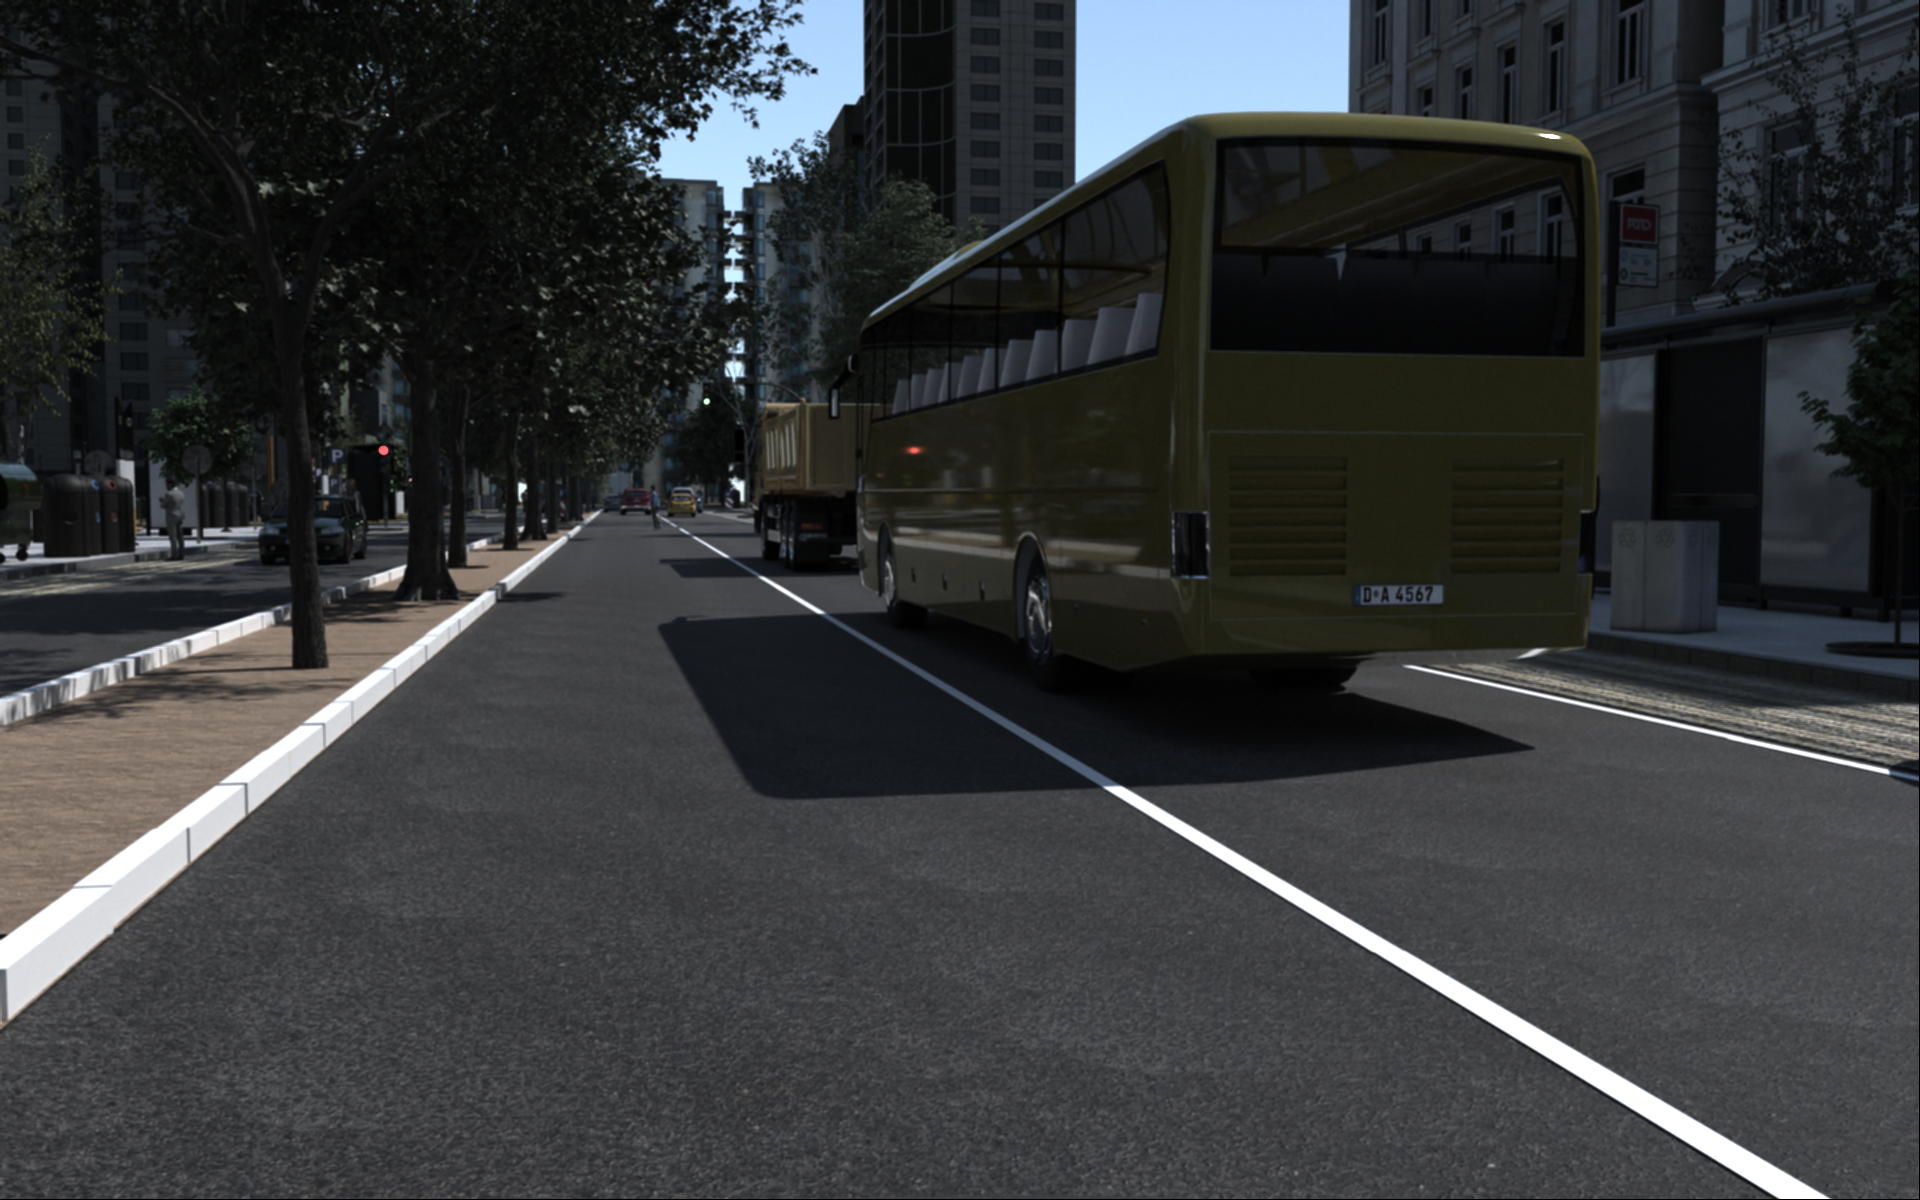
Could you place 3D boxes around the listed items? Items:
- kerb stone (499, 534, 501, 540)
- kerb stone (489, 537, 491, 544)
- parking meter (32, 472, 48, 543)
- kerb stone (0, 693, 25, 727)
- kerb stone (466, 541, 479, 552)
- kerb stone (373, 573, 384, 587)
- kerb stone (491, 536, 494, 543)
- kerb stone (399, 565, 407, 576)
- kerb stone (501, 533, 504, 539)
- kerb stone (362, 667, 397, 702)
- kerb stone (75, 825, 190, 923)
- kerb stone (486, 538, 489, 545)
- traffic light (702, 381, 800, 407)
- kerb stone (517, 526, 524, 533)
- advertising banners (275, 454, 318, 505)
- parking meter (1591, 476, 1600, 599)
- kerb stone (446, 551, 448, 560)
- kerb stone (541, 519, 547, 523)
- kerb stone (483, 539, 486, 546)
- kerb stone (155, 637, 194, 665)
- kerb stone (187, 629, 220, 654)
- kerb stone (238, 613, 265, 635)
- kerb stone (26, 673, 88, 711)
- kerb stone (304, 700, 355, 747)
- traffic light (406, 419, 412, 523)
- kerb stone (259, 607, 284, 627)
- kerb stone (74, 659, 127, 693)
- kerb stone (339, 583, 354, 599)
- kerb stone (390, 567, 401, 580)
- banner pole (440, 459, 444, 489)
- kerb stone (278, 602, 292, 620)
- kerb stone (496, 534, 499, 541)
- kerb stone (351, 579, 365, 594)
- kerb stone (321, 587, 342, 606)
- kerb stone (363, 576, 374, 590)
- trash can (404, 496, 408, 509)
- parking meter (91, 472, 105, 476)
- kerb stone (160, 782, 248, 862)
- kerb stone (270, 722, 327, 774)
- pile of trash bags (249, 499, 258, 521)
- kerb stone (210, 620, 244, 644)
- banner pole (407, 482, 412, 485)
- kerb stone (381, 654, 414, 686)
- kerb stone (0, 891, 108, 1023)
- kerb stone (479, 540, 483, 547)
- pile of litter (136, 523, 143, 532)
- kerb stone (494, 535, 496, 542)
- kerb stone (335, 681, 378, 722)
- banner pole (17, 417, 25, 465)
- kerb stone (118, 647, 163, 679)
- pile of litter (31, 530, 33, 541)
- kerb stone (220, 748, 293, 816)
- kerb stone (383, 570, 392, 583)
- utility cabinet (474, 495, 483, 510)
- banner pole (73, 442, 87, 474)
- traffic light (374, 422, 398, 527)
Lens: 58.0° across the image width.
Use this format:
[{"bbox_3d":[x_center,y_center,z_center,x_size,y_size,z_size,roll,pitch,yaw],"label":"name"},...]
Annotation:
[{"bbox_3d":[-14.210,-1.885,53.011,0.120,0.150,1.000,-1,4,-11],"label":"kerb stone"},{"bbox_3d":[-13.429,-1.639,48.999,0.120,0.150,1.000,-1,4,-11],"label":"kerb stone"},{"bbox_3d":[-24.256,-2.446,45.696,0.399,1.863,0.255,-3,5,-43],"label":"parking meter"},{"bbox_3d":[-5.966,0.702,10.773,0.120,0.150,1.000,-1,4,-11],"label":"kerb stone"},{"bbox_3d":[-12.647,-1.389,44.969,0.120,0.150,1.000,-1,4,-11],"label":"kerb stone"},{"bbox_3d":[-9.107,-0.286,26.866,0.120,0.150,1.000,-1,4,-11],"label":"kerb stone"},{"bbox_3d":[-13.623,-1.701,50.002,0.120,0.150,1.000,-1,4,-11],"label":"kerb stone"},{"bbox_3d":[-9.705,-0.467,29.873,0.120,0.150,1.000,-1,4,-11],"label":"kerb stone"},{"bbox_3d":[-14.411,-1.946,54.013,0.120,0.150,1.000,-1,4,-11],"label":"kerb stone"},{"bbox_3d":[-4.113,0.614,12.208,0.120,0.150,1.000,-1,4,-11],"label":"kerb stone"},{"bbox_3d":[-2.936,0.981,6.162,0.120,0.150,1.000,-1,4,-11],"label":"kerb stone"},{"bbox_3d":[-13.235,-1.577,47.991,0.120,0.150,1.000,-1,4,-11],"label":"kerb stone"},{"bbox_3d":[-8.049,-5.855,70.400,4.771,5.953,1.251,-1,4,-11],"label":"traffic light"},{"bbox_3d":[-16.965,-2.745,67.079,0.120,0.150,1.000,-1,4,-11],"label":"kerb stone"},{"bbox_3d":[-29.105,-4.877,75.920,0.090,3.025,2.074,3,5,42],"label":"advertising banners"},{"bbox_3d":[7.586,-0.947,21.196,0.399,1.863,0.255,3,4,37],"label":"parking meter"},{"bbox_3d":[-11.467,-1.015,38.924,0.120,0.150,1.000,-1,4,-11],"label":"kerb stone"},{"bbox_3d":[-20.797,-3.950,86.770,0.120,0.150,1.000,-1,4,-11],"label":"kerb stone"},{"bbox_3d":[-13.030,-1.516,46.988,0.120,0.150,1.000,-1,4,-11],"label":"kerb stone"},{"bbox_3d":[-6.756,0.452,14.799,0.120,0.150,1.000,-1,4,-11],"label":"kerb stone"},{"bbox_3d":[-6.958,0.398,15.806,0.120,0.150,1.000,-1,4,-11],"label":"kerb stone"},{"bbox_3d":[-7.343,0.270,17.815,0.120,0.150,1.000,-1,4,-11],"label":"kerb stone"},{"bbox_3d":[-6.165,0.637,11.775,0.120,0.150,1.000,-1,4,-11],"label":"kerb stone"},{"bbox_3d":[-3.717,0.735,10.196,0.120,0.150,1.000,-1,4,-11],"label":"kerb stone"},{"bbox_3d":[-21.955,-6.197,75.995,4.771,5.953,1.251,-1,4,-11],"label":"traffic light"},{"bbox_3d":[-7.537,0.207,18.819,0.120,0.150,1.000,-1,4,-11],"label":"kerb stone"},{"bbox_3d":[-6.369,0.576,12.780,0.120,0.150,1.000,-1,4,-11],"label":"kerb stone"},{"bbox_3d":[-8.518,-0.101,23.852,0.120,0.150,1.000,-1,4,-11],"label":"kerb stone"},{"bbox_3d":[-9.491,-0.408,28.873,0.120,0.150,1.000,-1,4,-11],"label":"kerb stone"},{"bbox_3d":[-35.946,-7.873,118.743,0.401,3.779,0.863,-3,5,-41],"label":"banner pole"},{"bbox_3d":[-7.735,0.148,19.822,0.120,0.150,1.000,-1,4,-11],"label":"kerb stone"},{"bbox_3d":[-14.020,-1.823,52.007,0.120,0.150,1.000,-1,4,-11],"label":"kerb stone"},{"bbox_3d":[-8.718,-0.162,24.854,0.120,0.150,1.000,-1,4,-11],"label":"kerb stone"},{"bbox_3d":[-8.328,-0.040,22.845,0.120,0.150,1.000,-1,4,-11],"label":"kerb stone"},{"bbox_3d":[-8.917,-0.224,25.861,0.120,0.150,1.000,-1,4,-11],"label":"kerb stone"},{"bbox_3d":[-46.762,-8.199,145.703,0.748,1.137,0.748,0,3,0],"label":"trash can"},{"bbox_3d":[-22.861,-2.465,46.018,0.399,1.863,0.255,3,4,37],"label":"parking meter"},{"bbox_3d":[-3.128,0.923,7.166,0.120,0.150,1.000,-1,4,-11],"label":"kerb stone"},{"bbox_3d":[-3.524,0.805,9.191,0.120,0.150,1.000,-1,4,-11],"label":"kerb stone"},{"bbox_3d":[-34.823,-4.378,81.340,3.447,1.369,1.912,-1,4,-23],"label":"pile of trash bags"},{"bbox_3d":[-7.150,0.329,16.811,0.120,0.150,1.000,-1,4,-11],"label":"kerb stone"},{"bbox_3d":[-37.963,-7.939,119.819,0.863,3.779,0.401,2,4,30],"label":"banner pole"},{"bbox_3d":[-4.307,0.550,13.215,0.120,0.150,1.000,-1,4,-11],"label":"kerb stone"},{"bbox_3d":[-2.731,1.042,5.161,0.120,0.150,1.000,-1,4,-11],"label":"kerb stone"},{"bbox_3d":[-12.841,-1.453,45.975,0.120,0.150,1.000,-1,4,-11],"label":"kerb stone"},{"bbox_3d":[-28.391,-2.749,58.914,1.176,0.858,1.719,3,4,36],"label":"pile of litter"},{"bbox_3d":[-13.829,-1.762,51.003,0.120,0.150,1.000,-1,4,-11],"label":"kerb stone"},{"bbox_3d":[-3.915,0.672,11.205,0.120,0.150,1.000,-1,4,-11],"label":"kerb stone"},{"bbox_3d":[-28.201,-3.796,52.076,0.401,3.779,0.863,-1,4,-16],"label":"banner pole"},{"bbox_3d":[-6.561,0.516,13.788,0.120,0.150,1.000,-1,4,-11],"label":"kerb stone"},{"bbox_3d":[-25.767,-2.083,48.026,1.176,0.858,1.719,-2,4,-27],"label":"pile of litter"},{"bbox_3d":[-3.322,0.857,8.180,0.120,0.150,1.000,-1,4,-11],"label":"kerb stone"},{"bbox_3d":[-9.311,-0.342,27.867,0.120,0.150,1.000,-1,4,-11],"label":"kerb stone"},{"bbox_3d":[-39.179,-7.848,139.479,1.020,1.237,0.306,0,4,8],"label":"utility cabinet"},{"bbox_3d":[-42.661,-5.754,84.101,0.863,3.779,0.401,0,4,7],"label":"banner pole"},{"bbox_3d":[-22.462,-4.820,67.725,0.839,4.253,0.868,-1,4,-11],"label":"traffic light"}]
